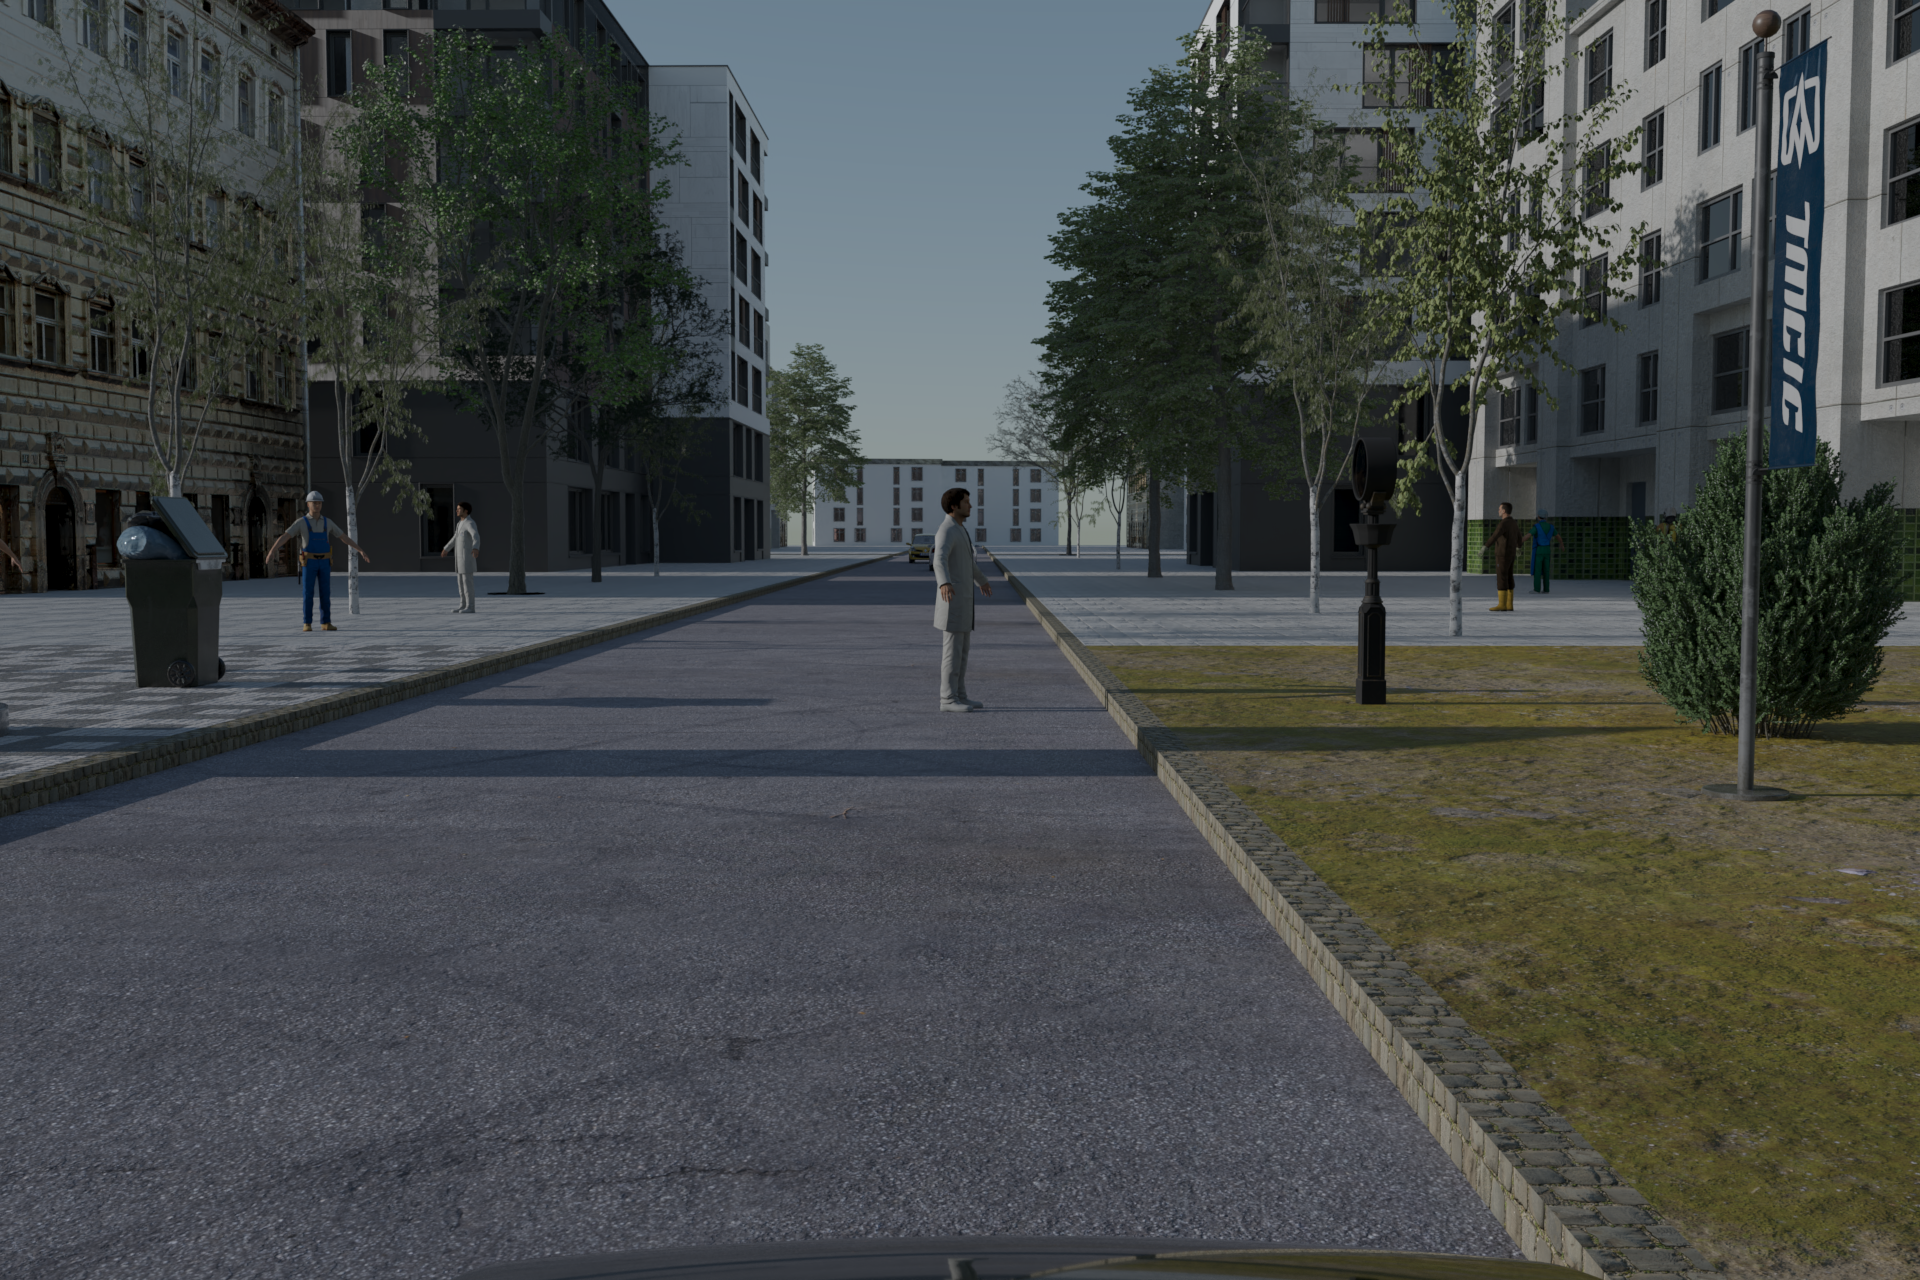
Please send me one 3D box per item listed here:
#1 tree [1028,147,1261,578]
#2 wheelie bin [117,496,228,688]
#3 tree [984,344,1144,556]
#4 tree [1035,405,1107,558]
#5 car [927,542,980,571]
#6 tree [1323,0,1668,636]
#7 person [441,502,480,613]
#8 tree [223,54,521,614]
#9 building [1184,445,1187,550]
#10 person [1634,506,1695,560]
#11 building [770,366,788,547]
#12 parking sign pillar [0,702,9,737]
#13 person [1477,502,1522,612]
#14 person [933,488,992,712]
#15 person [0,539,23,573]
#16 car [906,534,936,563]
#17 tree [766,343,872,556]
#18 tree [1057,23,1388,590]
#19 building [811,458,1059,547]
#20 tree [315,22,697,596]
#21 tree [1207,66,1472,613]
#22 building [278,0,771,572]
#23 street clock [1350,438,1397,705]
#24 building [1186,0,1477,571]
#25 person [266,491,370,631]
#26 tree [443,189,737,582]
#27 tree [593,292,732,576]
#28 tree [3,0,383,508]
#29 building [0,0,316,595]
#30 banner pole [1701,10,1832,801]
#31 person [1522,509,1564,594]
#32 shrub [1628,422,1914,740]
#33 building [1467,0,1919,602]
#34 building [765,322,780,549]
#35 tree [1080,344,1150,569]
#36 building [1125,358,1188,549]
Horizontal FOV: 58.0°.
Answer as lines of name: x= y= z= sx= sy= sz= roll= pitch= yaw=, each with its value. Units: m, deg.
tree: x=5.467 y=-8.098 z=50.531 sx=7.486 sy=12.596 sz=7.792 roll=0 pitch=3 yaw=0
wheelie bin: x=-6.671 y=-0.413 z=14.655 sx=0.693 sy=1.594 sz=0.980 roll=0 pitch=3 yaw=0
tree: x=6.580 y=-11.794 z=103.194 sx=12.009 sy=13.543 sz=11.850 roll=0 pitch=3 yaw=0
tree: x=6.459 y=-8.734 z=93.157 sx=4.360 sy=8.622 sz=3.978 roll=0 pitch=3 yaw=0
car: x=-0.262 y=-3.437 z=68.558 sx=2.083 sy=1.381 sz=4.827 roll=0 pitch=4 yaw=1
tree: x=6.415 y=-4.362 z=21.674 sx=4.737 sy=8.622 sz=4.395 roll=0 pitch=3 yaw=0
person: x=-8.076 y=-1.345 z=28.175 sx=0.705 sy=1.806 sz=1.347 roll=-3 pitch=4 yaw=-38
tree: x=-9.923 y=-4.721 z=27.559 sx=4.360 sy=8.622 sz=3.978 roll=0 pitch=3 yaw=0
building: x=22.638 y=-11.347 z=127.673 sx=9.099 sy=9.664 sz=28.070 roll=0 pitch=4 yaw=0
person: x=14.624 y=-1.833 z=35.733 sx=1.354 sy=1.858 sz=0.705 roll=0 pitch=4 yaw=7
building: x=-26.783 y=-20.462 z=165.489 sx=19.493 sy=23.208 sz=18.063 roll=0 pitch=4 yaw=0
parking sign pillar: x=-6.764 y=-1.360 z=10.708 sx=1.447 sy=3.967 sz=1.447 roll=0 pitch=4 yaw=0
person: x=9.033 y=-1.385 z=28.783 sx=1.346 sy=1.812 sz=0.704 roll=-3 pitch=5 yaw=-45
person: x=-0.003 y=-0.332 z=14.080 sx=0.705 sy=1.806 sz=1.347 roll=1 pitch=4 yaw=15
person: x=-9.449 y=-0.577 z=16.233 sx=1.217 sy=1.733 sz=0.721 roll=-3 pitch=5 yaw=-40
car: x=-1.649 y=-4.629 z=85.906 sx=2.015 sy=1.641 sz=3.980 roll=0 pitch=4 yaw=1
tree: x=-9.098 y=-11.288 z=102.691 sx=7.486 sy=12.596 sz=7.792 roll=0 pitch=3 yaw=0
tree: x=5.679 y=-7.431 z=39.628 sx=7.486 sy=12.596 sz=7.792 roll=0 pitch=3 yaw=0
building: x=-2.672 y=-15.275 z=194.350 sx=28.070 sy=9.664 sz=9.099 roll=-1 pitch=4 yaw=-8
tree: x=-9.365 y=-6.750 z=36.117 sx=9.928 sy=11.665 sz=9.643 roll=0 pitch=3 yaw=0
tree: x=5.758 y=-4.757 z=28.141 sx=4.360 sy=8.622 sz=3.978 roll=0 pitch=3 yaw=0
building: x=-24.077 y=-14.063 z=73.908 sx=27.936 sy=21.610 sz=32.646 roll=0 pitch=4 yaw=1
street clock: x=3.109 y=-0.519 z=13.050 sx=0.358 sy=2.002 sz=0.471 roll=0 pitch=4 yaw=-1
building: x=23.559 y=-14.154 z=75.390 sx=27.936 sy=21.610 sz=32.646 roll=0 pitch=3 yaw=0
person: x=-8.516 y=-1.044 z=22.931 sx=1.347 sy=1.847 sz=0.705 roll=-3 pitch=4 yaw=-39
tree: x=-9.742 y=-6.795 z=45.510 sx=8.767 sy=10.594 sz=7.601 roll=0 pitch=4 yaw=5
tree: x=-9.266 y=-6.243 z=52.433 sx=4.360 sy=8.622 sz=3.978 roll=0 pitch=3 yaw=0
tree: x=-9.953 y=-4.336 z=21.257 sx=4.360 sy=8.622 sz=3.978 roll=0 pitch=3 yaw=0
building: x=-29.145 y=-12.985 z=43.235 sx=19.493 sy=23.208 sz=18.063 roll=0 pitch=4 yaw=1
banner pole: x=3.851 y=-1.110 z=8.159 sx=0.401 sy=3.779 sz=0.863 roll=0 pitch=4 yaw=1
person: x=12.504 y=-1.907 z=37.300 sx=1.347 sy=1.817 sz=0.704 roll=-1 pitch=4 yaw=-20
shrub: x=5.134 y=-0.429 z=11.061 sx=1.661 sy=2.075 sz=1.752 roll=0 pitch=3 yaw=0
building: x=24.943 y=-10.646 z=40.521 sx=16.747 sy=18.905 sz=31.486 roll=0 pitch=4 yaw=0
building: x=-24.496 y=-16.688 z=139.301 sx=16.747 sy=18.905 sz=31.486 roll=0 pitch=4 yaw=0
tree: x=5.666 y=-6.867 z=62.632 sx=4.360 sy=8.622 sz=3.978 roll=0 pitch=3 yaw=0
building: x=25.121 y=-19.818 z=154.945 sx=19.493 sy=23.208 sz=18.063 roll=0 pitch=3 yaw=0
